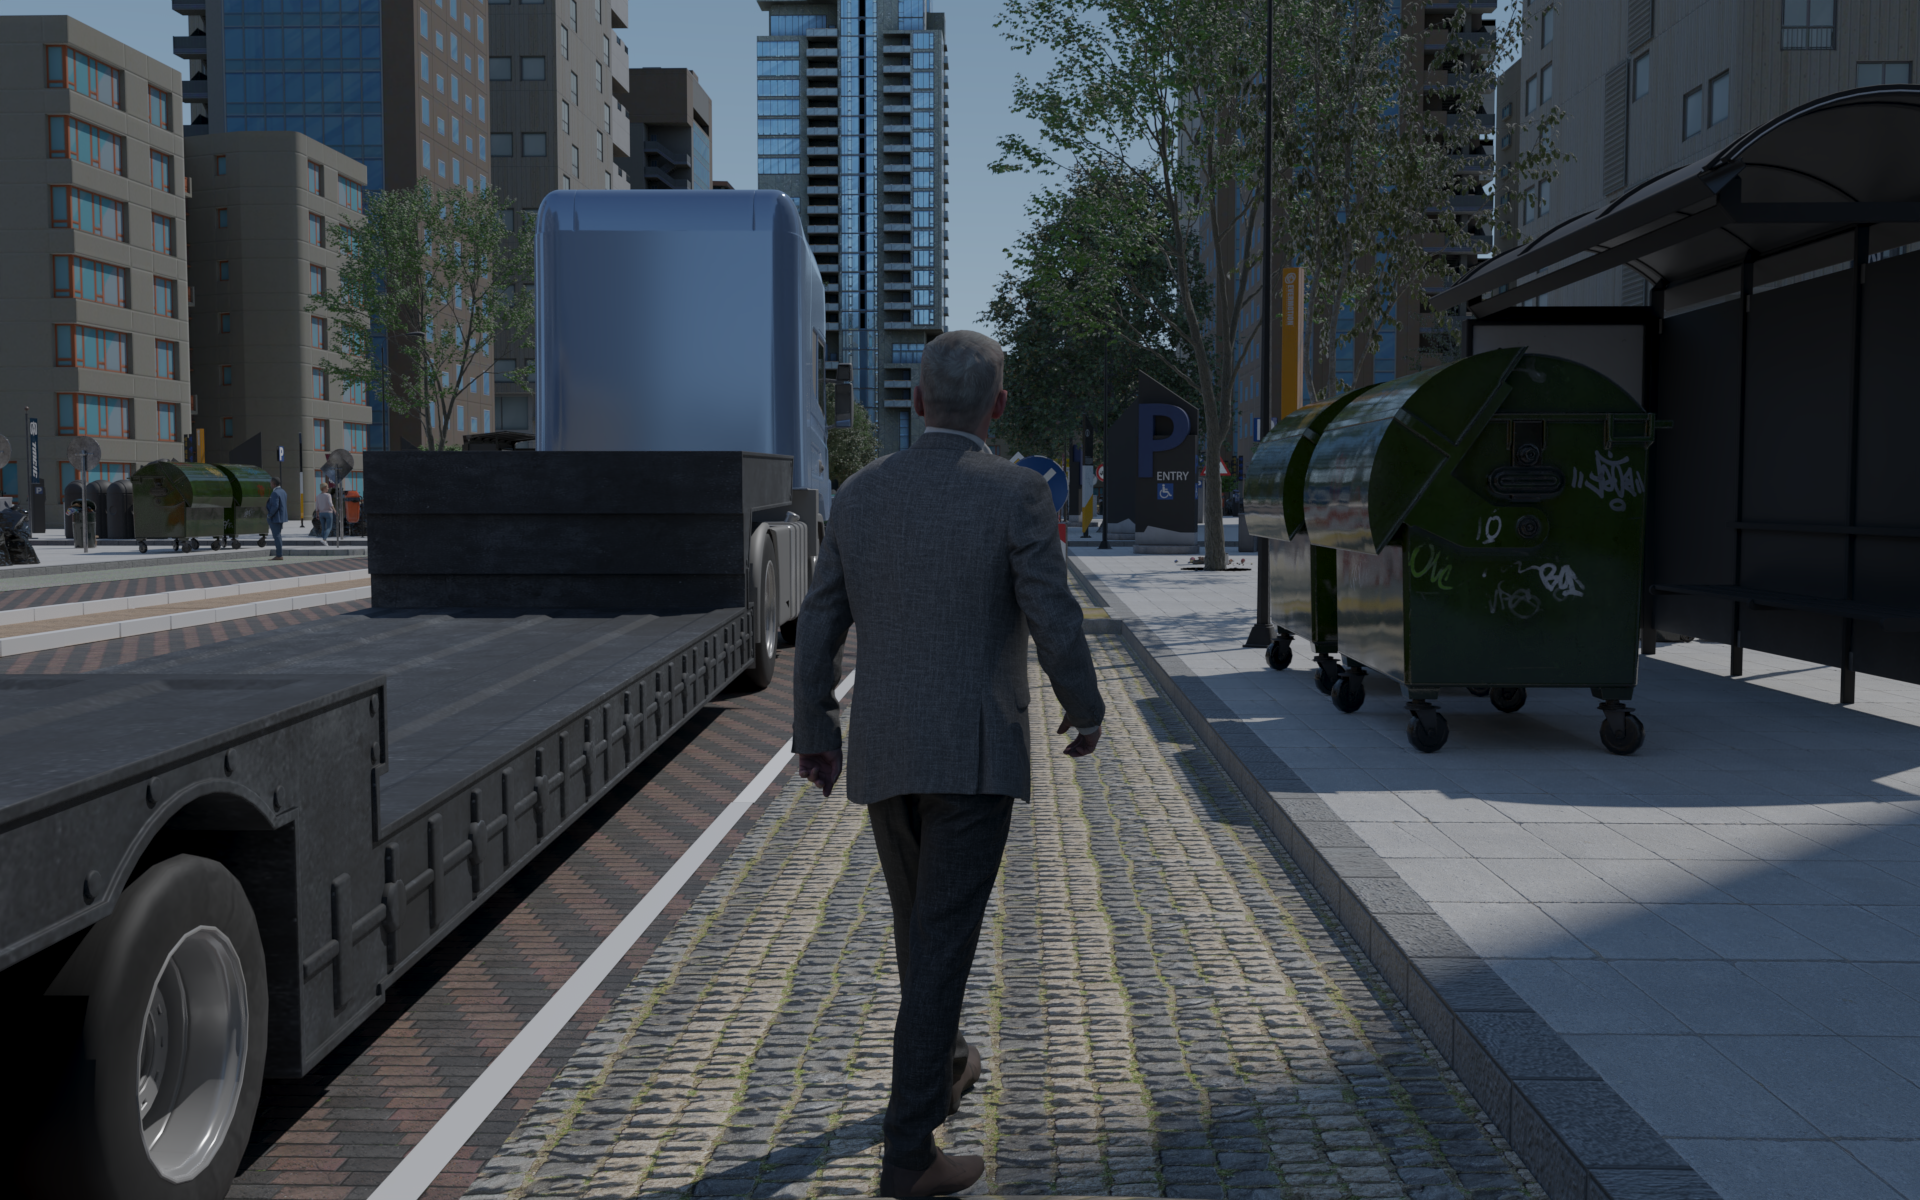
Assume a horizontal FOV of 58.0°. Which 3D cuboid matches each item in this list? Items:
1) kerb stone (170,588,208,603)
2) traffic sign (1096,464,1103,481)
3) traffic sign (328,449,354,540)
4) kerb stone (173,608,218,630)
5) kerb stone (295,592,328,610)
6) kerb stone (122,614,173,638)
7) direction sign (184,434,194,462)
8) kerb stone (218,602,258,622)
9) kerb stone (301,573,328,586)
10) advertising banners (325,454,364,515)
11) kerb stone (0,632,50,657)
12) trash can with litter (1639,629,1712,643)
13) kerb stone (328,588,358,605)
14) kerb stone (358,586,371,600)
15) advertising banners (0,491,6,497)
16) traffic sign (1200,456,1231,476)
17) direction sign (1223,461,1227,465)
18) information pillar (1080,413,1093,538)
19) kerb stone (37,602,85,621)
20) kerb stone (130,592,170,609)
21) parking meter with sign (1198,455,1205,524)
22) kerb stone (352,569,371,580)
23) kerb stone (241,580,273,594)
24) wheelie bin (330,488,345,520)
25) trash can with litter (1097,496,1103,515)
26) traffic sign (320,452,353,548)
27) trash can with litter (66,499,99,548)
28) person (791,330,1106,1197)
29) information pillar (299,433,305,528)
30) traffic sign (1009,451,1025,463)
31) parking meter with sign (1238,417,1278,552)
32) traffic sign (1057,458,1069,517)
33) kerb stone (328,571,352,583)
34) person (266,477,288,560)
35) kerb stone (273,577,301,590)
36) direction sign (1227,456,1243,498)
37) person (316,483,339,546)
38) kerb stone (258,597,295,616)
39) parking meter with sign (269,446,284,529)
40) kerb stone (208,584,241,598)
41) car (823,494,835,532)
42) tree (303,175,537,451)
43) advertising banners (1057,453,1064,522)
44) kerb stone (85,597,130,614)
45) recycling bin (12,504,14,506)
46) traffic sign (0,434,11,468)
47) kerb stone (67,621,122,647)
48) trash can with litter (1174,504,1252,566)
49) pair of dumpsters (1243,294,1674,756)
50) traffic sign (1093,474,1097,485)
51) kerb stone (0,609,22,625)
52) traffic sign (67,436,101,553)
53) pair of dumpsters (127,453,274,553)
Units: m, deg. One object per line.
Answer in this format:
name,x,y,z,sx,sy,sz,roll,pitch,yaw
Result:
kerb stone,-10.317,-0.048,22.992,0.120,0.150,1.000,0,4,2
traffic sign,5.982,-4.356,71.330,0.768,2.556,0.104,0,4,5
traffic sign,-17.387,-2.968,48.641,0.768,2.556,0.104,0,4,7
kerb stone,-8.353,0.211,18.754,0.120,0.150,1.000,0,4,2
kerb stone,-8.258,0.022,21.832,0.120,0.150,1.000,0,4,2
kerb stone,-8.390,0.273,17.732,0.120,0.150,1.000,0,4,2
direction sign,-29.089,-4.489,65.385,0.379,3.537,0.876,-3,5,-43
kerb stone,-8.324,0.153,19.776,0.120,0.150,1.000,0,4,2
kerb stone,-10.191,-0.299,27.092,0.120,0.150,1.000,0,4,2
advertising banners,-26.516,-4.844,75.382,2.074,3.025,0.090,-2,4,-27
kerb stone,-8.447,0.398,15.685,0.120,0.150,1.000,0,4,2
trash can with litter,6.369,-0.231,15.162,1.055,1.170,0.624,0,4,-1
kerb stone,-8.221,-0.035,22.854,0.120,0.150,1.000,0,4,2
kerb stone,-8.195,-0.103,23.875,0.120,0.150,1.000,0,4,2
advertising banners,-35.270,-4.028,62.050,0.090,3.025,2.074,2,4,34
traffic sign,7.346,-3.049,49.862,0.884,2.594,0.081,0,4,4
direction sign,18.287,-7.678,117.537,0.876,3.537,0.379,0,4,-6
information pillar,3.723,-3.621,50.558,0.183,3.616,0.504,2,4,35
kerb stone,-10.416,0.139,19.917,0.120,0.150,1.000,0,4,2
kerb stone,-10.355,0.022,21.970,0.120,0.150,1.000,0,4,2
parking meter with sign,10.437,-4.842,75.424,0.543,3.016,1.738,1,4,14
kerb stone,-10.126,-0.424,29.134,0.120,0.150,1.000,0,4,2
kerb stone,-10.249,-0.173,25.035,0.120,0.150,1.000,0,4,2
wheelie bin,-30.359,-4.690,84.593,0.693,1.594,0.980,3,4,38
trash can with litter,8.591,-5.767,105.671,0.624,1.170,1.055,-1,4,-16
traffic sign,-14.818,-2.297,41.197,0.795,2.450,0.064,0,4,2
trash can with litter,-20.868,-1.824,41.210,0.624,1.170,1.055,-1,4,-21
person,-0.004,0.313,3.775,0.661,1.777,0.834,1,4,20
information pillar,-25.115,-4.567,66.031,0.183,3.616,0.504,-1,4,-23
traffic sign,1.368,-2.265,40.669,0.795,2.450,0.064,0,4,2
parking meter with sign,6.639,-2.599,38.761,0.543,3.016,1.738,1,4,23
traffic sign,6.086,-6.275,96.476,2.265,3.308,0.079,0,4,6
kerb stone,-10.159,-0.362,28.113,0.120,0.150,1.000,0,4,2
person,-14.676,-1.746,37.234,0.419,1.800,0.721,-1,4,-9
kerb stone,-10.224,-0.236,26.062,0.120,0.150,1.000,0,4,2
direction sign,16.342,-6.731,102.051,0.379,3.537,0.876,-3,4,-37
person,-17.159,-2.306,46.871,0.731,1.740,0.598,0,4,4
kerb stone,-8.290,0.085,20.802,0.120,0.150,1.000,0,4,2
parking meter with sign,-25.598,-4.090,63.128,1.738,3.016,0.543,0,4,-5
kerb stone,-10.286,-0.102,24.014,0.120,0.150,1.000,0,4,2
car,-4.270,-3.232,64.648,2.131,1.459,4.920,0,4,0
tree,-16.792,-7.937,55.532,9.928,11.665,9.643,0,3,0
advertising banners,4.291,-4.787,74.462,0.090,3.025,2.074,0,4,-6
kerb stone,-10.385,0.080,20.946,0.120,0.150,1.000,0,4,2
recycling bin,-23.389,-1.800,41.991,0.722,1.027,0.722,-1,4,-17
traffic sign,-19.965,-2.182,35.785,0.768,2.556,0.104,0,4,5
kerb stone,-8.427,0.337,16.707,0.120,0.150,1.000,0,4,2
trash can with litter,4.835,-1.292,32.181,1.678,1.210,2.233,1,4,17
pair of dumpsters,2.792,-0.490,10.506,1.574,2.255,4.437,0,4,2
traffic sign,8.096,-6.543,107.084,0.768,2.556,0.104,0,4,4
kerb stone,-10.445,0.204,18.893,0.120,0.150,1.000,0,4,2
traffic sign,-19.124,-2.306,37.817,0.768,2.556,0.104,0,4,3
pair of dumpsters,-17.184,-2.256,39.387,1.574,2.255,4.437,0,4,2
